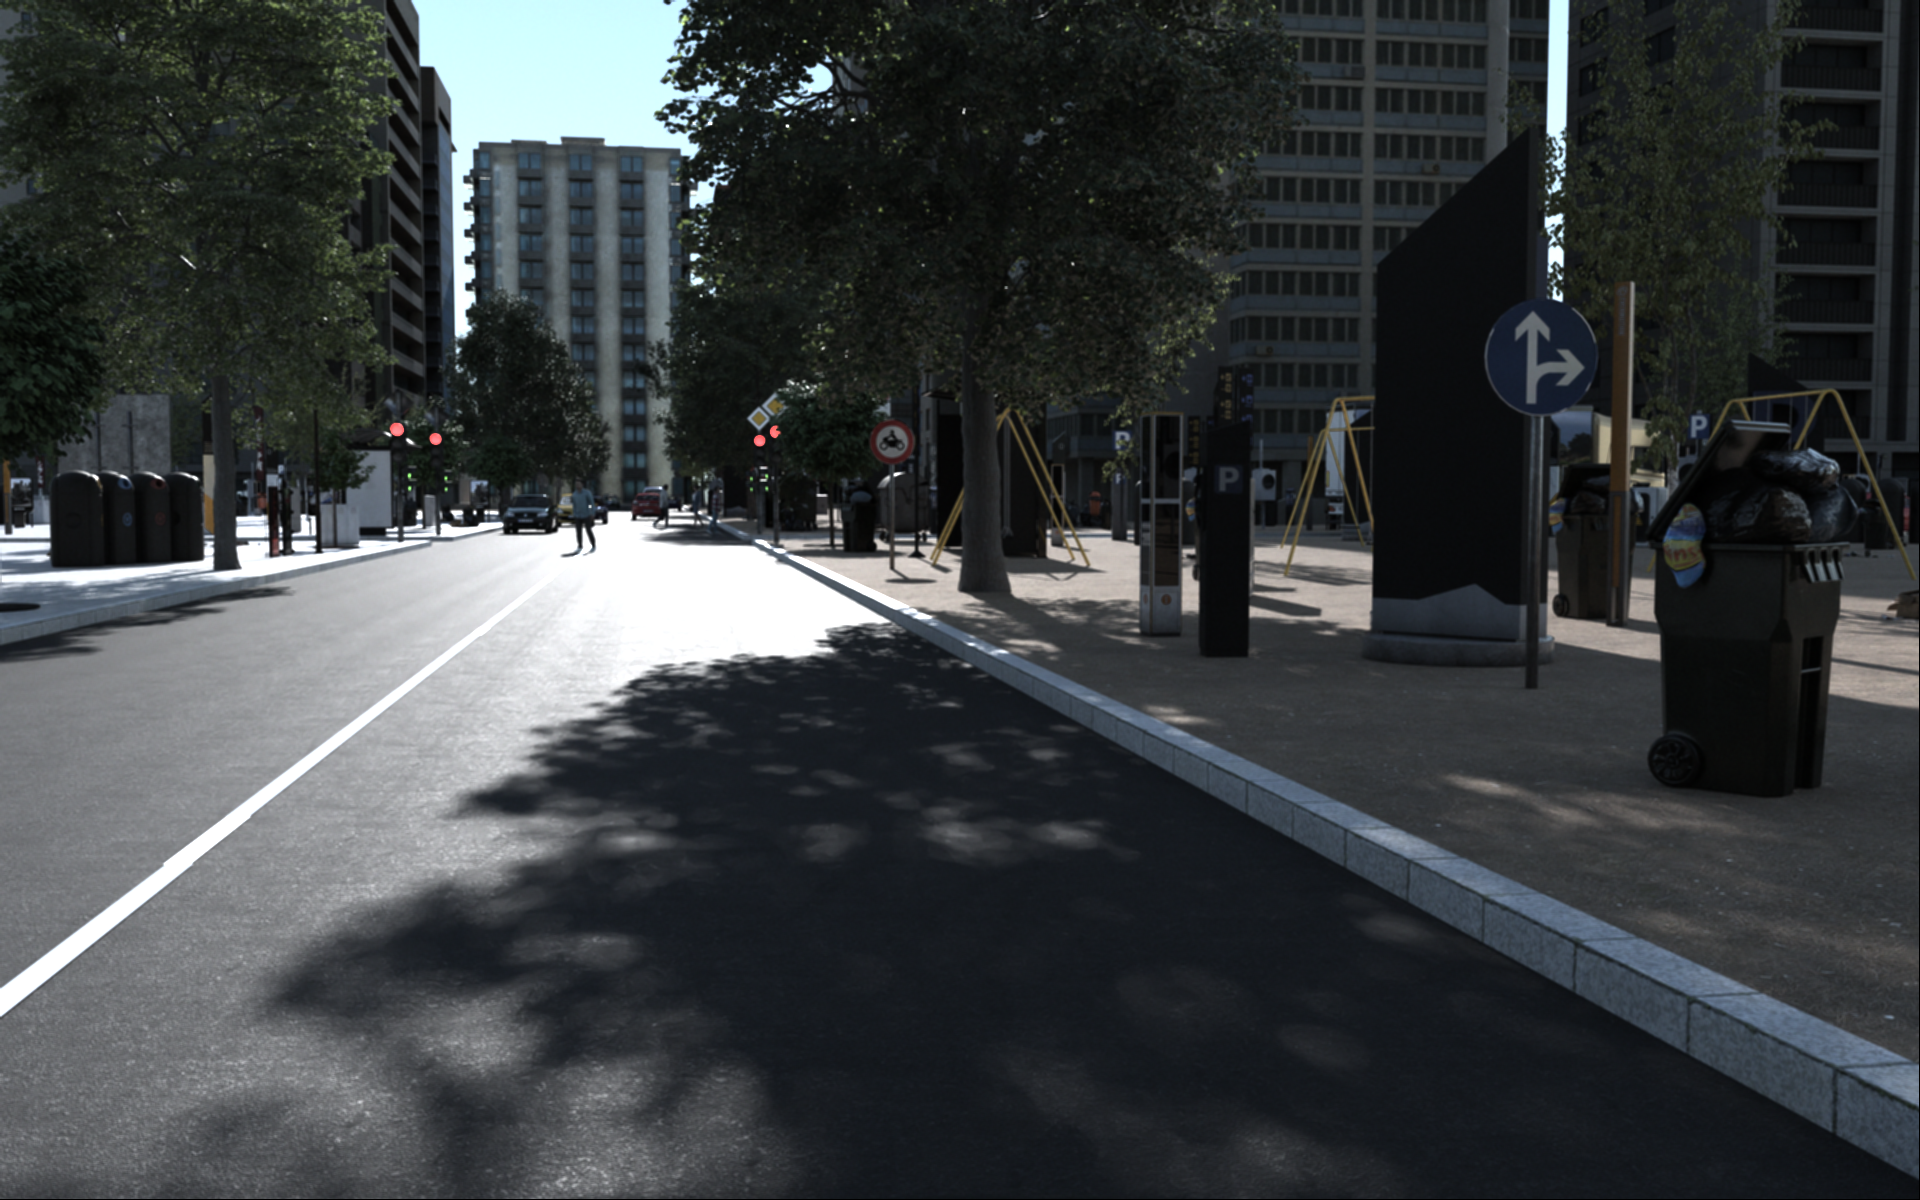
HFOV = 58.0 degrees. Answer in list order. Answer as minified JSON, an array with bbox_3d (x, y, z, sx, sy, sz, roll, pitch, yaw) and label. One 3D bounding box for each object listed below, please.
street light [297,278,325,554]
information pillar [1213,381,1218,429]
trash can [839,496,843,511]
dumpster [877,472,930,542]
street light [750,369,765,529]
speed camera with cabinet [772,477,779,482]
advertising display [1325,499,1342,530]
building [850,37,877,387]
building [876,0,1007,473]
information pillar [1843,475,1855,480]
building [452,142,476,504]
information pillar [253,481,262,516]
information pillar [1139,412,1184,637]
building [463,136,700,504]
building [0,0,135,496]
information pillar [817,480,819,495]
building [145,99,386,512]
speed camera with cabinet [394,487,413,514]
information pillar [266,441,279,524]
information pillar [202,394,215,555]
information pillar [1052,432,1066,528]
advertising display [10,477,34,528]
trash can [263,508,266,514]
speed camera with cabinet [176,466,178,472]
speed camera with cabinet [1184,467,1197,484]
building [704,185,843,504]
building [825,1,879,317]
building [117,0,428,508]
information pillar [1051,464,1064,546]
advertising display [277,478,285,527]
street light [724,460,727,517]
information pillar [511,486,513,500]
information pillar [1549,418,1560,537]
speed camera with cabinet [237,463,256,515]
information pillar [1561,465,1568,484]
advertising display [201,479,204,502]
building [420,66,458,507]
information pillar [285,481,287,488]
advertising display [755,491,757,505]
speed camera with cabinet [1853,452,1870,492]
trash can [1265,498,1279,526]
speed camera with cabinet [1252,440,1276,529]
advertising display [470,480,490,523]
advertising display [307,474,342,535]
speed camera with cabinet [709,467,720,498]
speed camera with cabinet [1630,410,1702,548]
[{"bbox_3d":[-13.824,-3.938,37.167,0.468,5.910,1.993,-1,4,-10],"label":"street light"},{"bbox_3d":[4.870,-2.515,32.475,0.183,3.616,0.504,-1,4,-12],"label":"information pillar"},{"bbox_3d":[-8.433,-6.990,125.933,0.748,1.137,0.748,0,3,0],"label":"trash can"},{"bbox_3d":[-1.524,-2.529,47.110,1.264,1.857,1.865,-1,4,-10],"label":"dumpster"},{"bbox_3d":[-7.471,-5.585,64.095,0.468,5.910,1.993,-1,4,-10],"label":"street light"},{"bbox_3d":[-9.935,-6.434,99.533,2.038,3.252,0.660,1,4,10],"label":"speed camera with cabinet"},{"bbox_3d":[13.349,-3.470,61.949,0.123,1.923,0.974,3,5,42],"label":"advertising display"},{"bbox_3d":[-2.422,-31.184,159.971,14.600,45.320,14.200,-1,4,-10],"label":"building"},{"bbox_3d":[-0.205,-28.261,145.660,14.154,41.232,14.086,-1,4,-10],"label":"building"},{"bbox_3d":[33.645,-3.737,65.594,0.304,2.012,0.304,-1,4,-18],"label":"information pillar"},{"bbox_3d":[-80.212,-39.260,231.137,27.495,52.752,28.713,-1,4,-10],"label":"building"},{"bbox_3d":[-40.991,-5.907,101.066,0.304,2.012,0.304,2,4,33],"label":"information pillar"},{"bbox_3d":[1.815,-0.681,15.629,0.304,2.012,0.304,-1,4,-14],"label":"information pillar"},{"bbox_3d":[-50.827,-37.635,234.942,30.456,49.044,23.786,-1,4,-10],"label":"building"},{"bbox_3d":[-94.291,-38.278,167.845,28.212,58.520,21.231,-1,4,-10],"label":"building"},{"bbox_3d":[-9.924,-7.871,120.052,0.183,3.616,0.504,-3,5,-40],"label":"information pillar"},{"bbox_3d":[-51.939,-21.971,130.928,14.160,30.474,14.107,-1,4,-10],"label":"building"},{"bbox_3d":[-35.606,-7.081,110.109,0.660,3.252,2.038,1,4,15],"label":"speed camera with cabinet"},{"bbox_3d":[-29.048,-5.003,73.151,0.504,3.616,0.183,0,4,-6],"label":"information pillar"},{"bbox_3d":[-15.663,-2.760,36.480,0.504,3.616,0.183,-1,4,-8],"label":"information pillar"},{"bbox_3d":[3.709,-4.494,64.826,0.504,3.616,0.183,-1,4,-13],"label":"information pillar"},{"bbox_3d":[-35.919,-3.725,66.114,0.974,1.923,0.123,-1,4,-14],"label":"advertising display"},{"bbox_3d":[-43.053,-5.882,107.823,0.748,1.137,0.748,0,3,0],"label":"trash can"},{"bbox_3d":[-54.045,-7.741,120.893,0.660,3.252,2.038,3,4,38],"label":"speed camera with cabinet"},{"bbox_3d":[7.878,-4.151,62.206,2.038,3.252,0.660,-2,4,-24],"label":"speed camera with cabinet"},{"bbox_3d":[-20.977,-35.716,238.585,28.867,44.769,22.147,-1,4,-10],"label":"building"},{"bbox_3d":[1.319,-36.225,181.512,28.713,52.752,27.495,-1,4,-10],"label":"building"},{"bbox_3d":[-58.227,-32.049,147.703,21.300,48.544,21.600,-1,4,-10],"label":"building"},{"bbox_3d":[2.413,-2.342,42.783,0.304,2.012,0.304,0,4,7],"label":"information pillar"},{"bbox_3d":[-26.658,-3.843,68.049,0.123,1.923,0.974,-2,4,-31],"label":"advertising display"},{"bbox_3d":[-13.152,-7.587,96.843,0.468,5.910,1.993,-1,4,-10],"label":"street light"},{"bbox_3d":[-28.136,-7.179,108.735,0.183,3.616,0.504,0,4,-5],"label":"information pillar"},{"bbox_3d":[17.634,-3.683,51.567,0.183,3.616,0.504,-2,4,-24],"label":"information pillar"},{"bbox_3d":[-44.895,-7.011,108.969,0.660,3.252,2.038,-3,5,-40],"label":"speed camera with cabinet"},{"bbox_3d":[15.409,-2.404,43.794,0.304,2.012,0.304,-3,5,-41],"label":"information pillar"},{"bbox_3d":[-32.357,-4.276,75.126,0.974,1.923,0.123,-1,4,-13],"label":"advertising display"},{"bbox_3d":[-60.029,-32.274,177.789,14.200,45.320,14.600,-1,4,-10],"label":"building"},{"bbox_3d":[-36.910,-5.505,94.497,0.304,2.012,0.304,0,4,4],"label":"information pillar"},{"bbox_3d":[-12.969,-6.401,109.873,0.974,1.923,0.123,2,4,34],"label":"advertising display"},{"bbox_3d":[40.247,-5.165,78.791,2.038,3.252,0.660,0,4,1],"label":"speed camera with cabinet"},{"bbox_3d":[12.334,-3.503,68.934,0.748,1.137,0.748,0,3,0],"label":"trash can"},{"bbox_3d":[10.402,-4.162,62.388,2.038,3.252,0.660,-2,4,-28],"label":"speed camera with cabinet"},{"bbox_3d":[-21.559,-4.440,77.810,0.974,1.923,0.123,1,4,17],"label":"advertising display"},{"bbox_3d":[-20.044,-3.017,54.549,0.974,1.923,0.123,0,4,-3],"label":"advertising display"},{"bbox_3d":[-14.908,-7.071,109.946,2.038,3.252,0.660,-1,4,-9],"label":"speed camera with cabinet"},{"bbox_3d":[16.788,-2.868,41.221,0.660,3.252,2.038,-3,5,-44],"label":"speed camera with cabinet"}]
